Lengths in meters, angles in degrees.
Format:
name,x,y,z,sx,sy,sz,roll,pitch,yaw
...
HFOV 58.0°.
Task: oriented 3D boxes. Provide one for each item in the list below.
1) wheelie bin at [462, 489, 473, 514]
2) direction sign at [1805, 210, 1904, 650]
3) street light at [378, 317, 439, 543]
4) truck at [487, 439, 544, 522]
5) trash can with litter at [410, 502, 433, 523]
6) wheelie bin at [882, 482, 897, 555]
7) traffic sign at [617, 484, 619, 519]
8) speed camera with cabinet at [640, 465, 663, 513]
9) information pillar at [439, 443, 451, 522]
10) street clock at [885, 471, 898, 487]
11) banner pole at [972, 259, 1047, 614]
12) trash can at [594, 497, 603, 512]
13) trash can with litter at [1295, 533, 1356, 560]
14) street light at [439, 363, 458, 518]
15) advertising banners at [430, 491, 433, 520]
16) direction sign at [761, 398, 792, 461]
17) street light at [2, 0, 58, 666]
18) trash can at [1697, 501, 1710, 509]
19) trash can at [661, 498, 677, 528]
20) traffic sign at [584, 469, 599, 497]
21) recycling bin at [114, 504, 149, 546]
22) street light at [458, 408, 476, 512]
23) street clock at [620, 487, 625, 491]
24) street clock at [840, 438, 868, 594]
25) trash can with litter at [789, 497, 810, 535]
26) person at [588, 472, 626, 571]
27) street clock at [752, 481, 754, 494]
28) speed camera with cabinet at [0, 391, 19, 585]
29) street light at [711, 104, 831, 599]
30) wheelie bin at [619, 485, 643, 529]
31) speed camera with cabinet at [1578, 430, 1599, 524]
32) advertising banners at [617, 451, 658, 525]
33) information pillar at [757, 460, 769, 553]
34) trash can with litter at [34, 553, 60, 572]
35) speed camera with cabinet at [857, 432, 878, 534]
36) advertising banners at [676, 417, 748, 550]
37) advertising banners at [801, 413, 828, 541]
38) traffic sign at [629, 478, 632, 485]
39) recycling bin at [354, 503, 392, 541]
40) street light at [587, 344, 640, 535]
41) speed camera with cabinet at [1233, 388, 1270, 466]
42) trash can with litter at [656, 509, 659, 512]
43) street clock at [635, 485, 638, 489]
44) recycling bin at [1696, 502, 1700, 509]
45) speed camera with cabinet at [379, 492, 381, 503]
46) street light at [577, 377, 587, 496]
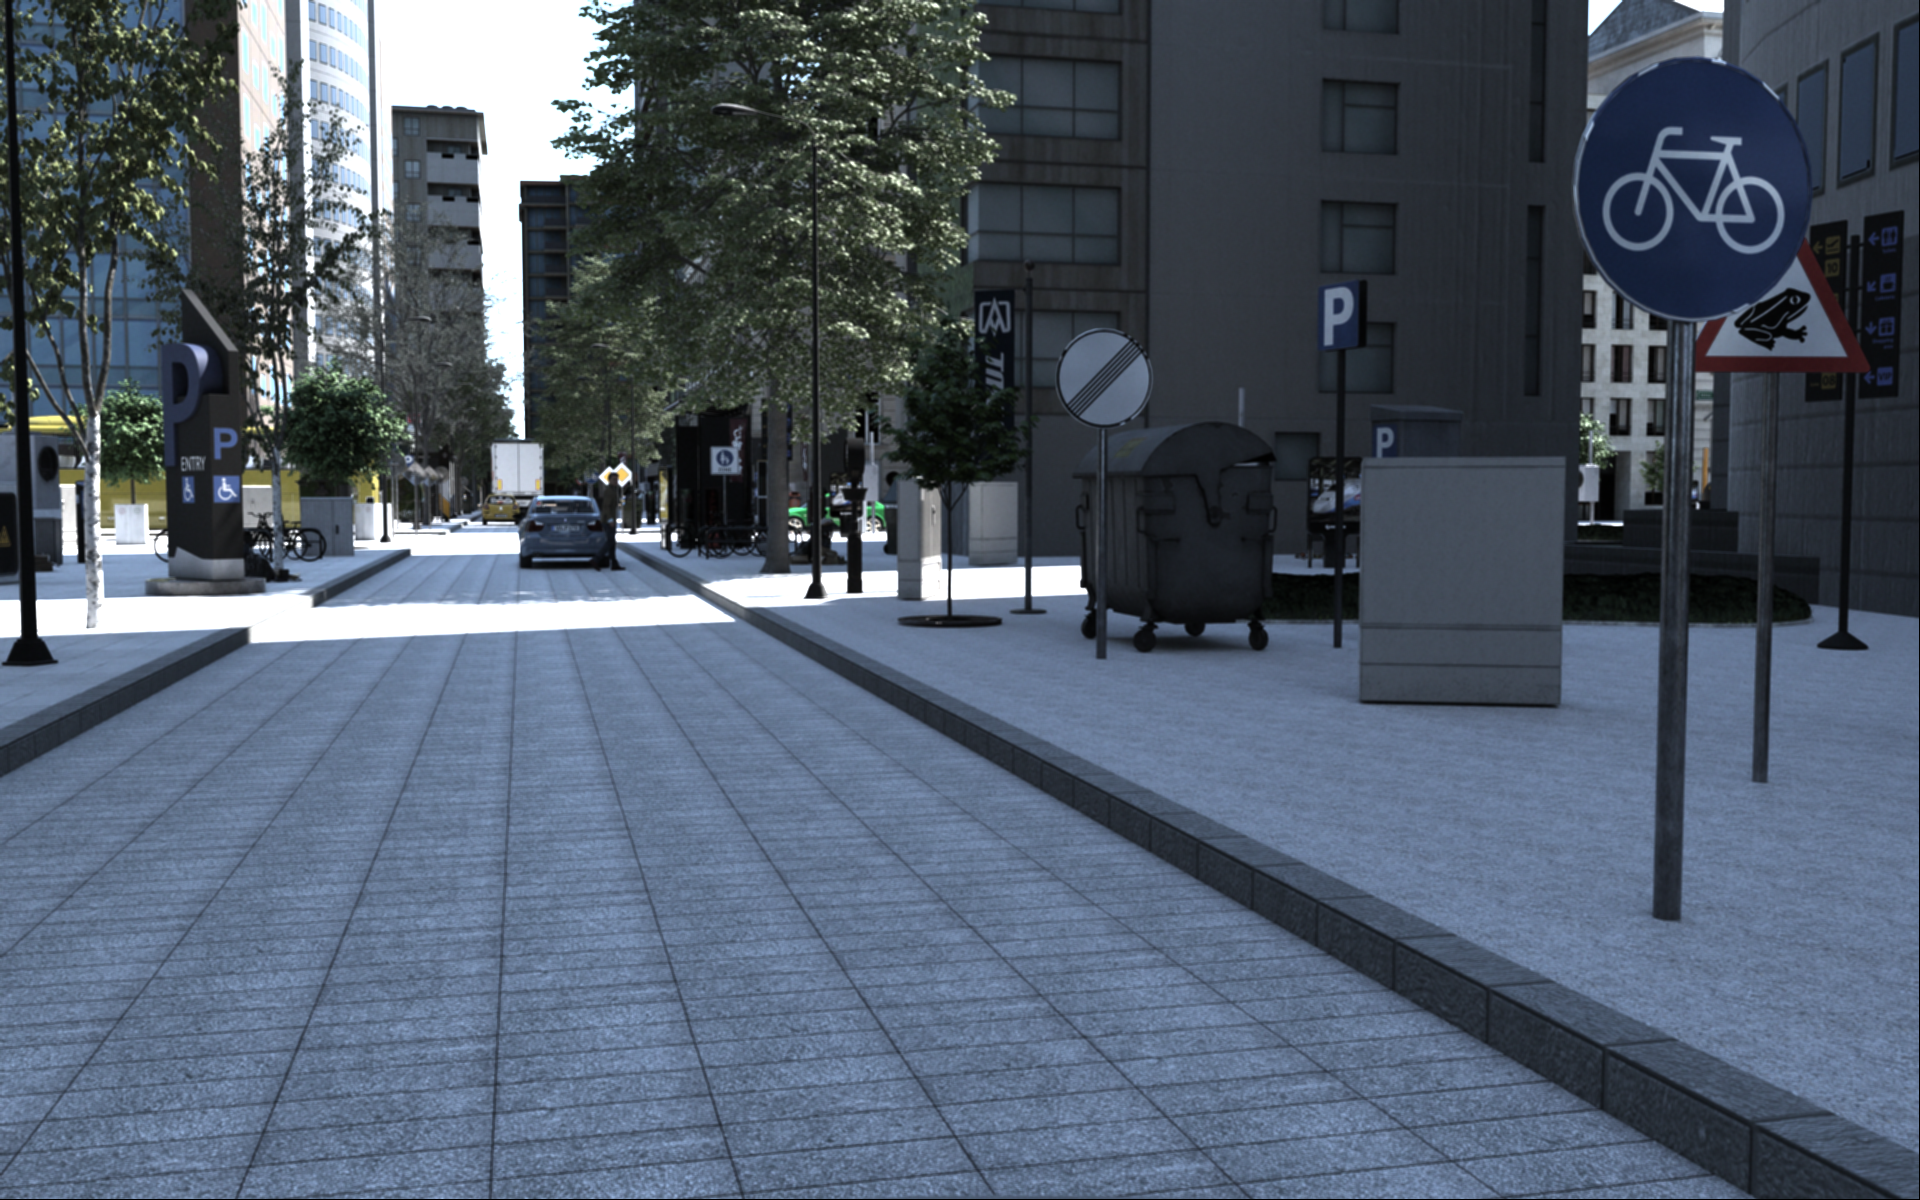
name,x,y,z,sx,sy,sz,roll,pitch,yaw
wheelie bin,-31.736,-6.340,111.567,0.693,1.594,0.980,-1,4,-13
direction sign,7.349,-1.365,14.315,0.379,3.537,0.876,-1,4,-22
street light,-14.555,-4.458,45.437,1.470,5.913,1.316,-1,4,-14
truck,-23.943,-6.384,93.289,2.839,4.237,11.283,-1,4,-16
trash can with litter,-23.587,-3.925,75.568,0.624,1.170,1.055,3,5,41
wheelie bin,-1.220,-1.768,36.812,0.693,1.594,0.980,-3,5,-41
traffic sign,-17.929,-5.545,90.774,0.768,2.556,0.104,-1,4,-11
speed camera with cabinet,-20.815,-7.568,118.079,0.660,3.252,2.038,-3,5,-39
information pillar,-23.692,-5.397,79.595,0.504,3.616,0.183,1,4,14
street clock,-2.134,-3.107,55.370,0.471,2.002,0.358,-1,4,-9
banner pole,0.523,-1.752,18.670,0.863,3.779,0.401,1,4,23
trash can,-16.525,-4.175,79.909,0.748,1.137,0.748,0,3,0
trash can with litter,7.594,-1.439,34.591,2.233,1.210,1.678,-1,4,-16
street light,-18.683,-5.428,61.296,1.470,5.913,1.316,-1,4,-14
advertising banners,-26.148,-5.302,82.881,0.090,3.025,2.074,3,4,38
direction sign,-4.304,-2.982,40.758,0.876,3.537,0.379,2,4,31
street light,-6.491,-2.475,13.015,1.470,5.913,1.316,-1,4,-14
trash can,16.239,-1.567,37.280,0.748,1.137,0.748,0,3,0
trash can,-10.396,-3.079,61.992,0.748,1.137,0.748,0,3,0
traffic sign,-18.477,-5.307,86.872,0.768,2.556,0.104,-1,4,-10
recycling bin,-20.832,-1.896,43.557,0.722,1.027,0.722,-1,4,-22
street light,-26.859,-7.410,93.690,1.470,5.913,1.316,-1,4,-14
street clock,-25.472,-7.813,132.314,0.358,2.002,0.471,3,5,44
street clock,-1.360,-1.085,22.309,0.358,2.002,0.471,-1,4,-10
trash can with litter,-5.018,-2.693,55.093,2.233,1.210,1.678,-3,4,-38
person,-6.559,-1.464,32.340,0.656,1.842,0.836,3,5,45
street clock,-10.880,-5.379,92.521,0.358,2.002,0.471,3,5,44
speed camera with cabinet,-13.781,-1.875,24.987,0.660,3.252,2.038,0,3,0
street light,-2.280,-2.959,20.927,1.470,5.913,1.316,-1,4,-14
wheelie bin,-12.073,-3.418,63.786,0.693,1.594,0.980,2,4,24
speed camera with cabinet,19.165,-3.672,54.367,0.660,3.252,2.038,-1,4,-18
advertising banners,-13.351,-4.614,71.635,0.090,3.025,2.074,3,5,40
information pillar,-4.190,-2.026,37.625,0.304,2.012,0.304,2,4,34
trash can with litter,-15.501,-1.052,28.585,1.055,1.170,0.624,-3,4,-38
speed camera with cabinet,-3.244,-3.748,55.620,0.660,3.252,2.038,-2,4,-23
advertising banners,-5.747,-2.688,40.131,2.074,3.025,0.090,2,4,30
advertising banners,-3.084,-2.462,36.440,0.090,3.025,2.074,-1,4,-19
traffic sign,-16.726,-5.195,87.065,0.606,2.300,0.079,-1,4,-10
recycling bin,-16.197,-2.154,47.777,0.722,1.027,0.722,2,4,25
street light,-10.732,-4.976,53.899,1.470,5.913,1.316,-1,4,-14
speed camera with cabinet,5.036,-2.281,31.634,0.660,3.252,2.038,2,4,32
trash can with litter,-20.217,-6.437,116.640,1.055,1.170,0.624,0,4,-2
street clock,-25.499,-8.015,135.608,0.471,2.002,0.358,-2,4,-24
recycling bin,24.326,-2.666,56.150,0.722,1.027,0.722,3,4,38
speed camera with cabinet,-41.943,-8.042,125.830,2.038,3.252,0.660,-2,4,-30
street light,-14.518,-5.904,69.072,1.470,5.913,1.316,-1,4,-14
